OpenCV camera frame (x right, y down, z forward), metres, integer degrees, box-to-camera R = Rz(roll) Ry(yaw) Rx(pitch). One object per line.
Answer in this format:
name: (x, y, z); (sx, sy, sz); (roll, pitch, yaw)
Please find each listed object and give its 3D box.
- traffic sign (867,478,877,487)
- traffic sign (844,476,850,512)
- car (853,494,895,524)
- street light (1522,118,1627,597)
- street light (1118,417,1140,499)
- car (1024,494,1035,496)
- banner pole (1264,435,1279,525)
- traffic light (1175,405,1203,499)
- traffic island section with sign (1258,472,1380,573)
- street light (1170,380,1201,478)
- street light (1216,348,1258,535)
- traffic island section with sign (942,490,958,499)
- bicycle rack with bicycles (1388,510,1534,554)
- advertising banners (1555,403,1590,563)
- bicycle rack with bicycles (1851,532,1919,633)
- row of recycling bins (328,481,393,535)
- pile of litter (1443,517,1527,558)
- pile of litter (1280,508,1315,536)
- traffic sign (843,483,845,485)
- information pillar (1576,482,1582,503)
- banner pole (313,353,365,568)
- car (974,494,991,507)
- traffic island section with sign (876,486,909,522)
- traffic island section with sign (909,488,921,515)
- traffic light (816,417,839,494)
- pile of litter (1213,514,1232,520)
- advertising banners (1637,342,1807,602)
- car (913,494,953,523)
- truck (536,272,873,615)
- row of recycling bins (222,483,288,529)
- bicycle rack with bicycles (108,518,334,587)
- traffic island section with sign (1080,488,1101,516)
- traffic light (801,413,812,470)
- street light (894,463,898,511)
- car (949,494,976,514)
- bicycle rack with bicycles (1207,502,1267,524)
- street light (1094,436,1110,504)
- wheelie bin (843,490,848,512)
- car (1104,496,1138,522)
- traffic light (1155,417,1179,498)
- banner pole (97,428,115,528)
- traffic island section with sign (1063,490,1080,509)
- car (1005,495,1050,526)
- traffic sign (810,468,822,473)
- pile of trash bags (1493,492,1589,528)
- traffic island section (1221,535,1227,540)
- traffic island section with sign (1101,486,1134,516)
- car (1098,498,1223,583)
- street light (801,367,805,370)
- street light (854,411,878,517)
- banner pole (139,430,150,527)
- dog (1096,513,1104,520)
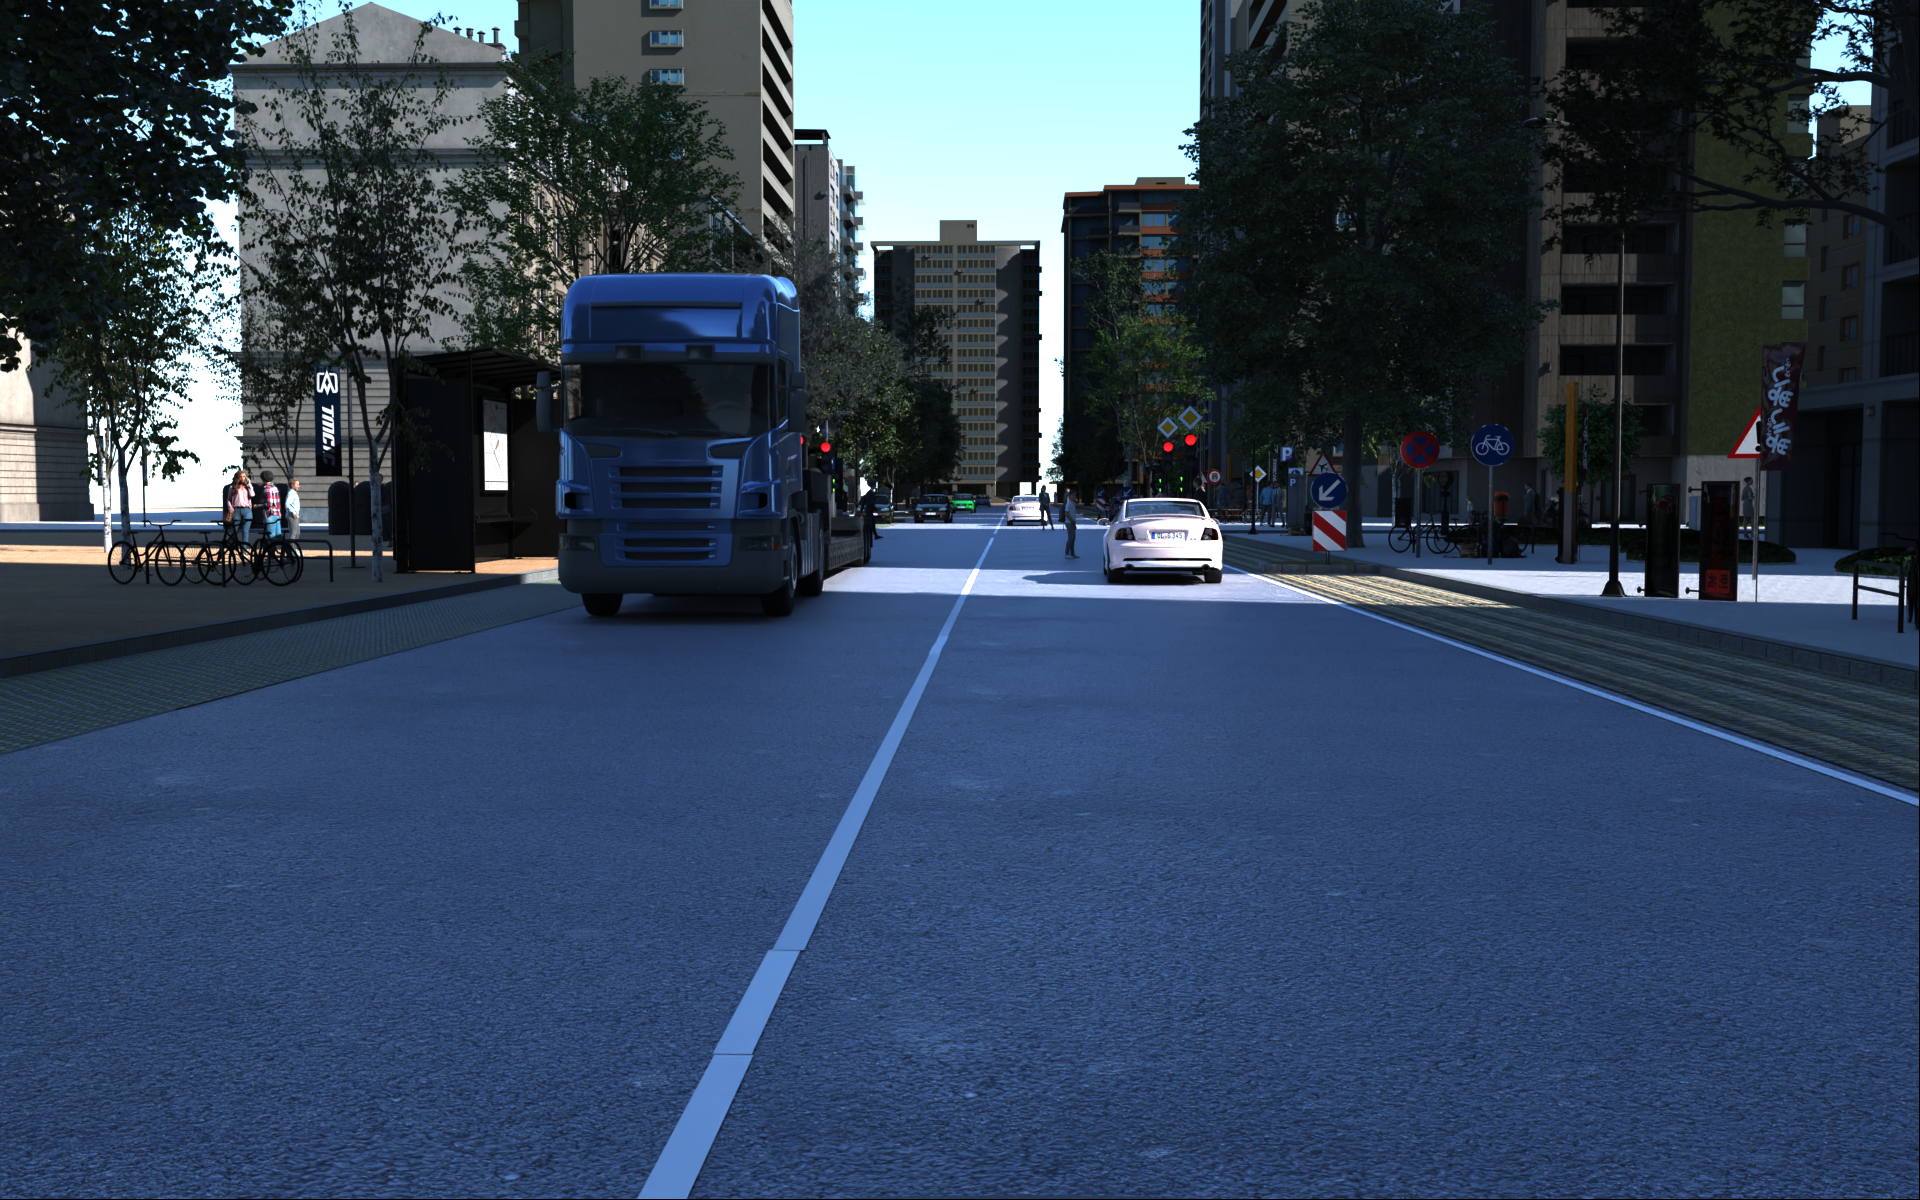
traffic sign: (-6.750, -8.093, 132.432); (0.768, 2.556, 0.104); (0, 4, 6)
traffic sign: (-7.726, -7.419, 121.414); (0.768, 2.556, 0.104); (0, 4, 7)
car: (-4.119, -4.529, 83.835); (2.009, 1.686, 4.222); (0, 4, 1)
street light: (7.646, -2.997, 21.547); (1.470, 5.913, 1.316); (0, 4, 2)
street light: (10.218, -8.052, 104.183); (1.470, 5.913, 1.316); (0, 4, 2)
car: (7.915, -11.488, 198.059); (2.015, 1.641, 3.980); (0, 4, 1)
banner pole: (13.116, -5.060, 72.755); (0.401, 3.779, 0.863); (-2, 4, -29)
traffic light: (7.255, -4.035, 54.888); (0.839, 4.253, 0.868); (0, 4, 2)
traffic island section with sign: (6.573, -1.430, 32.005); (1.989, 1.847, 2.006); (0, 4, 2)
street light: (9.267, -6.009, 70.790); (1.470, 5.913, 1.316); (0, 4, 2)
street light: (8.769, -5.033, 54.828); (1.470, 5.913, 1.316); (0, 4, 2)
traffic island section with sign: (-1.347, -9.571, 165.113); (1.989, 1.847, 2.006); (0, 4, 2)
bicycle rack with bicycles: (11.109, -1.467, 37.364); (2.852, 0.926, 2.925); (-2, 4, -32)
advertising banners: (11.636, -2.240, 32.819); (0.090, 3.025, 2.074); (2, 4, 34)
bicycle rack with bicycles: (9.940, -0.204, 16.723); (2.852, 0.926, 2.925); (1, 4, 16)
row of recycling bins: (-18.098, -2.887, 54.308); (3.534, 1.692, 1.069); (0, 4, 5)
pile of litter: (10.608, -1.288, 35.023); (1.719, 0.858, 1.176); (1, 4, 12)
pile of litter: (10.621, -2.414, 53.441); (1.719, 0.858, 1.176); (-1, 4, -16)
traffic sign: (-6.984, -6.004, 98.162); (0.884, 2.594, 0.081); (0, 4, 3)
information pillar: (23.030, -3.684, 64.729); (0.304, 2.012, 0.304); (-2, 4, -33)
banner pole: (-10.710, -2.434, 29.820); (0.863, 3.779, 0.401); (-3, 5, -44)
car: (2.512, -11.041, 192.528); (2.014, 1.417, 4.499); (0, 4, 3)
traffic island section with sign: (-3.795, -4.852, 87.958); (1.989, 1.847, 2.006); (0, 4, 2)
traffic island section with sign: (-2.904, -6.575, 116.130); (1.989, 1.847, 2.006); (0, 4, 2)
traffic light: (-4.849, -4.546, 63.241); (0.839, 4.253, 0.868); (0, 4, 2)
pile of litter: (13.060, -4.395, 85.819); (1.719, 0.858, 1.176); (-2, 4, -30)
advertising banners: (9.131, -1.508, 20.842); (0.090, 3.025, 2.074); (-2, 4, -35)
car: (-1.305, -4.655, 85.903); (2.009, 1.686, 4.222); (0, 4, 3)
truck: (-3.128, -2.300, 27.357); (2.967, 4.110, 18.799); (0, 4, 0)
row of recycling bins: (-26.137, -3.521, 64.674); (1.069, 1.692, 3.534); (1, 4, 14)
bicycle rack with bicycles: (-10.328, -0.698, 24.798); (2.925, 0.926, 2.852); (2, 4, 33)
traffic island section with sign: (9.196, -6.500, 114.901); (1.989, 1.847, 2.006); (0, 4, 2)
traffic light: (-5.100, -4.057, 55.260); (0.839, 4.253, 0.868); (0, 4, 2)
street light: (-4.239, -9.615, 129.745); (1.470, 5.913, 1.316); (0, 4, 2)
car: (0.220, -7.258, 127.468); (1.959, 1.807, 4.718); (0, 4, 3)
bicycle rack with bicycles: (12.181, -3.813, 75.726); (2.925, 0.926, 2.852); (-1, 4, -18)
street light: (11.338, -10.116, 137.933); (1.470, 5.913, 1.316); (0, 4, 2)
wheelie bin: (-8.340, -7.072, 123.537); (0.693, 1.594, 0.980); (-1, 4, -17)
car: (7.969, -4.370, 84.032); (1.945, 1.354, 3.894); (0, 4, 2)
traffic light: (7.507, -4.523, 62.869); (0.839, 4.253, 0.868); (0, 4, 2)
banner pole: (-32.166, -4.590, 65.055); (0.401, 3.779, 0.863); (0, 4, 7)
traffic island section with sign: (10.760, -9.545, 164.686); (1.989, 1.847, 2.006); (0, 4, 2)
car: (3.074, -4.095, 79.323); (2.083, 1.381, 4.827); (0, 4, 2)
traffic sign: (-7.044, -5.123, 83.863); (0.768, 2.556, 0.104); (0, 4, 2)
pile of trash bags: (21.110, -3.263, 63.101); (3.447, 1.369, 1.912); (0, 4, -2)
traffic island section: (7.295, -2.001, 55.001); (2.009, 0.180, 2.903); (0, 4, 2)
traffic island section with sign: (8.344, -4.852, 87.960); (1.989, 1.847, 2.006); (0, 4, 2)
car: (3.378, -1.033, 29.259); (2.083, 1.381, 4.827); (0, 4, 3)
street light: (-6.349, -5.544, 63.179); (1.470, 5.913, 1.316); (0, 4, 2)
street light: (-5.228, -7.579, 96.460); (1.470, 5.913, 1.316); (0, 4, 2)
banner pole: (-31.617, -4.720, 67.185); (0.401, 3.779, 0.863); (-3, 4, -39)
dog: (7.652, -4.585, 95.160); (0.550, 0.427, 0.748); (1, 4, 10)
